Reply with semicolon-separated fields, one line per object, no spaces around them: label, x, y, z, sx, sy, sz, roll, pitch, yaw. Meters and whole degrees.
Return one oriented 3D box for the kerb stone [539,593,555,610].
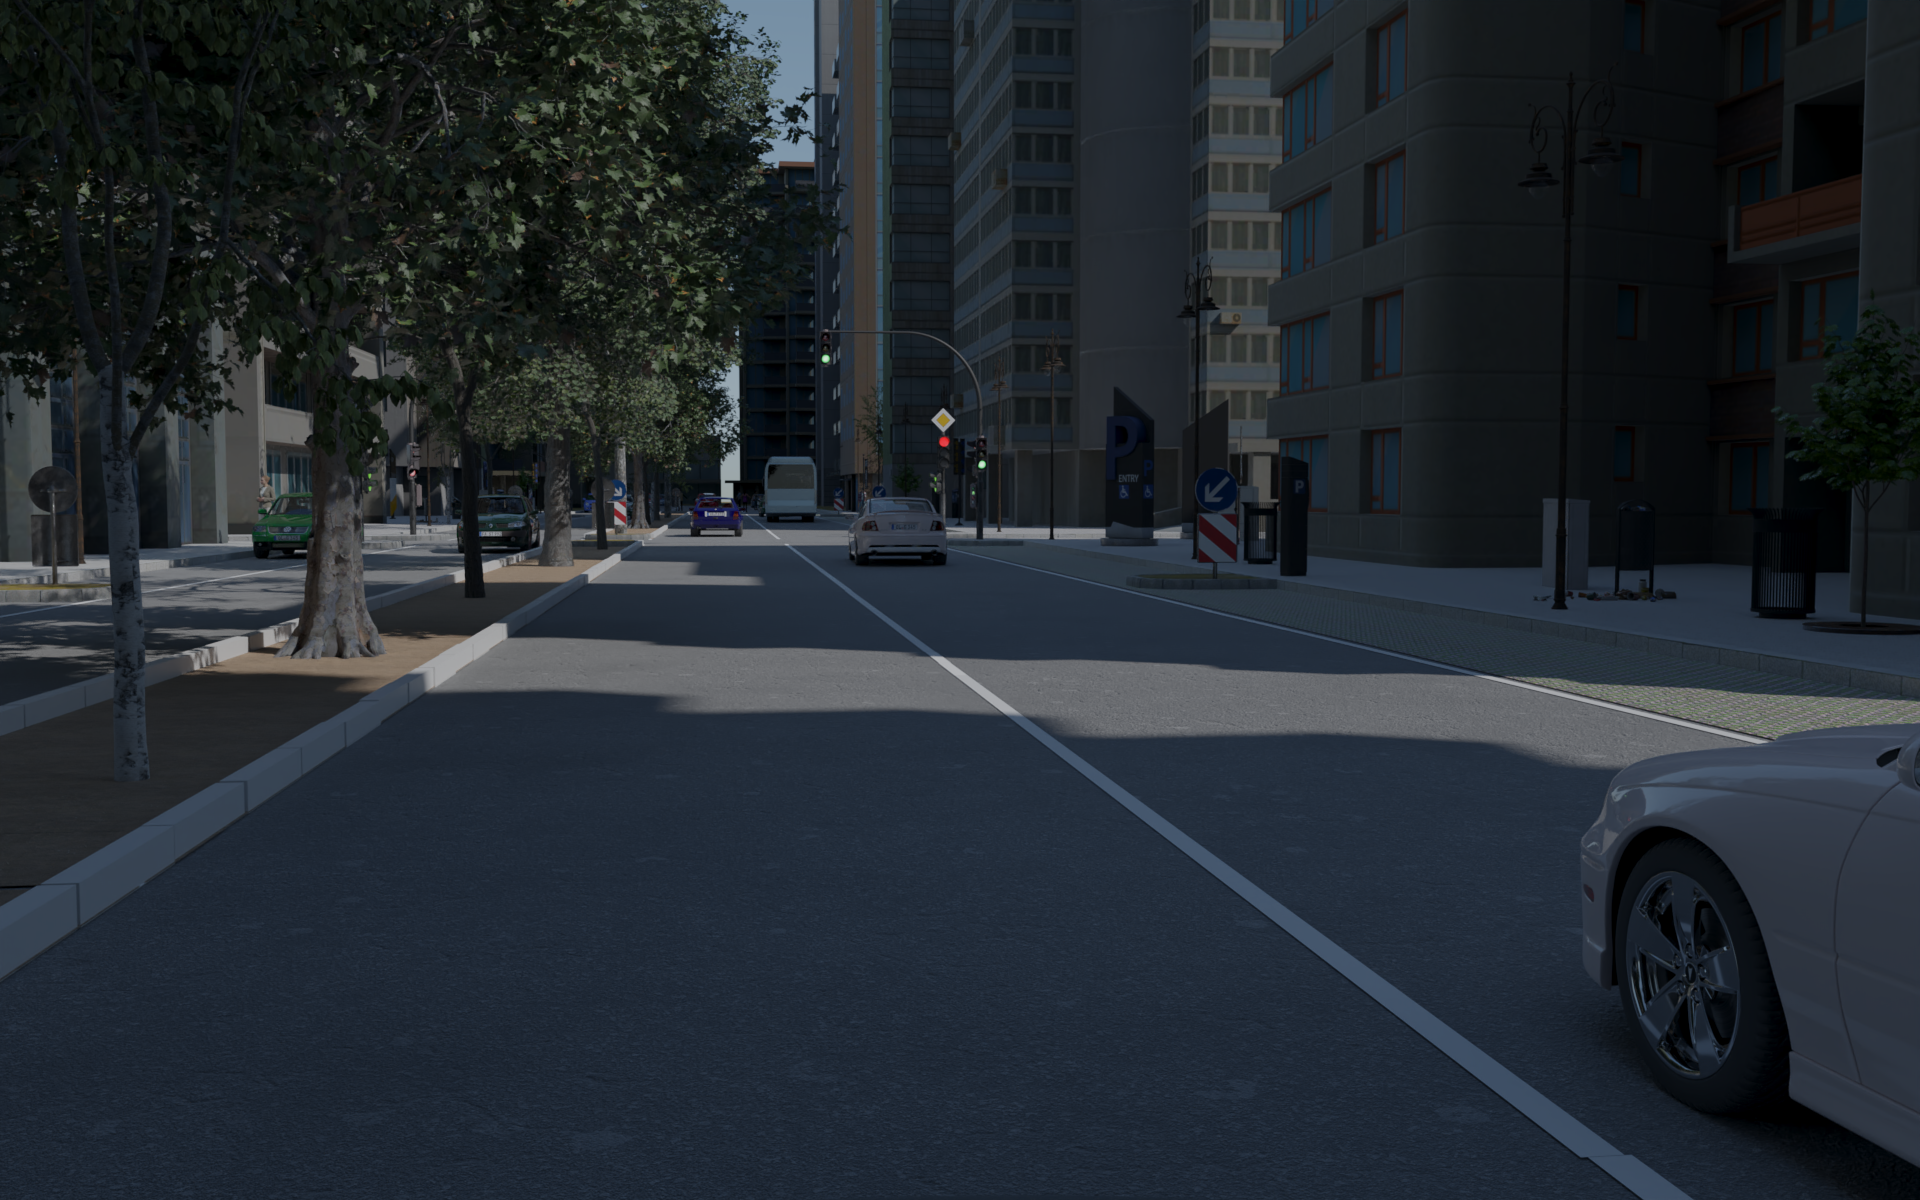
kerb stone;-5.159;0.045;21.469;0.120;0.150;1.000;0;4;-8

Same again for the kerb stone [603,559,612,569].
kerb stone;-6.702;-0.638;32.628;0.120;0.150;1.000;0;4;-8

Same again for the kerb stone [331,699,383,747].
kerb stone;-3.595;0.734;10.272;0.120;0.150;1.000;0;4;-8

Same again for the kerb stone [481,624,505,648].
kerb stone;-4.451;0.361;16.378;0.120;0.150;1.000;0;4;-8

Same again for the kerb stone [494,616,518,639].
kerb stone;-4.589;0.295;17.397;0.120;0.150;1.000;0;4;-8

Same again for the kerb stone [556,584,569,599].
kerb stone;-5.443;-0.080;23.497;0.120;0.150;1.000;0;4;-8

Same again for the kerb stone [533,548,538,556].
kerb stone;-9.782;-1.053;39.475;0.120;0.150;1.000;0;4;-8

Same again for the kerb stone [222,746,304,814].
kerb stone;-3.318;0.853;8.244;0.120;0.150;1.000;0;4;-8

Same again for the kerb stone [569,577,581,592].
kerb stone;-5.723;-0.204;25.525;0.120;0.150;1.000;0;4;-8

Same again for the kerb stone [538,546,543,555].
kerb stone;-9.922;-1.119;40.495;0.120;0.150;1.000;0;4;-8

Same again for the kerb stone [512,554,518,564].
kerb stone;-9.215;-0.808;35.403;0.120;0.150;1.000;0;4;-8

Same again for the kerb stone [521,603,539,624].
kerb stone;-4.869;0.171;19.434;0.120;0.150;1.000;0;4;-8

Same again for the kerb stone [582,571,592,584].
kerb stone;-5.992;-0.328;27.551;0.120;0.150;1.000;0;4;-8

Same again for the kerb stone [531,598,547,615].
kerb stone;-5.013;0.111;20.446;0.120;0.150;1.000;0;4;-8

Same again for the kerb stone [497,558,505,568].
kerb stone;-8.941;-0.684;33.373;0.120;0.150;1.000;0;4;-8

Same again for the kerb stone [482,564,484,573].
kerb stone;-8.511;-0.498;30.334;0.120;0.150;1.000;0;4;-8

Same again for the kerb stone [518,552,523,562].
kerb stone;-9.353;-0.865;36.420;0.120;0.150;1.000;0;4;-8

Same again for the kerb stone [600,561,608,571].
kerb stone;-6.570;-0.572;31.615;0.120;0.150;1.000;0;4;-8

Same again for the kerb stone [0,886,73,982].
kerb stone;-2.894;1.040;5.190;0.120;0.150;1.000;0;4;-8

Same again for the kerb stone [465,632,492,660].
kerb stone;-4.304;0.422;15.360;0.120;0.150;1.000;0;4;-8

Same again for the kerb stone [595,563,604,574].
kerb stone;-6.430;-0.514;30.602;0.120;0.150;1.000;0;4;-8

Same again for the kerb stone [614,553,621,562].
kerb stone;-7.132;-0.823;35.675;0.120;0.150;1.000;0;4;-8

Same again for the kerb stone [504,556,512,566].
kerb stone;-9.074;-0.746;34.388;0.120;0.150;1.000;0;4;-8

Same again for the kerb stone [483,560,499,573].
kerb stone;-8.793;-0.622;32.362;0.120;0.150;1.000;0;4;-8

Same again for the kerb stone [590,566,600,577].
kerb stone;-6.289;-0.447;29.586;0.120;0.150;1.000;0;4;-8

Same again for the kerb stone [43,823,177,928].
kerb stone;-3.033;0.978;6.202;0.120;0.150;1.000;0;4;-8

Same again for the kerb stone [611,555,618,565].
kerb stone;-6.987;-0.759;34.662;0.120;0.150;1.000;0;4;-8

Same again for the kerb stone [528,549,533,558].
kerb stone;-9.643;-0.994;38.445;0.120;0.150;1.000;0;4;-8

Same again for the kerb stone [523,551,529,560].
kerb stone;-9.496;-0.928;37.434;0.120;0.150;1.000;0;4;-8

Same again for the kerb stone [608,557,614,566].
kerb stone;-6.855;-0.700;33.648;0.120;0.150;1.000;0;4;-8

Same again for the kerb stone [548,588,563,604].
kerb stone;-5.299;-0.017;22.481;0.120;0.150;1.000;0;4;-8

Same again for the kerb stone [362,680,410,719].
kerb stone;-3.749;0.667;11.284;0.120;0.150;1.000;0;4;-8

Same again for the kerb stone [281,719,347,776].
kerb stone;-3.459;0.791;9.257;0.120;0.150;1.000;0;4;-8

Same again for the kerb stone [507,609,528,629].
kerb stone;-4.735;0.231;18.411;0.120;0.150;1.000;0;4;-8

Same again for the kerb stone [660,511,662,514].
kerb stone;-22.138;-6.491;128.328;0.120;0.150;1.000;0;4;-8

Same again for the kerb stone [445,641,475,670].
kerb stone;-4.169;0.481;14.338;0.120;0.150;1.000;0;4;-8

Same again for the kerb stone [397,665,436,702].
kerb stone;-3.883;0.607;12.298;0.120;0.150;1.000;0;4;-8

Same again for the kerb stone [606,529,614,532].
kerb stone;-13.811;-2.822;68.430;0.120;0.150;1.000;0;4;-8

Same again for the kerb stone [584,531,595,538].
kerb stone;-12.256;-2.144;57.251;0.120;0.150;1.000;0;4;-8

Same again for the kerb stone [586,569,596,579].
kerb stone;-6.148;-0.379;28.562;0.120;0.150;1.000;0;4;-8

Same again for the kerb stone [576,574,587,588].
kerb stone;-5.861;-0.266;26.538;0.120;0.150;1.000;0;4;-8

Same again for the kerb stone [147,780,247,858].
kerb stone;-3.183;0.919;7.223;0.120;0.150;1.000;0;4;-8

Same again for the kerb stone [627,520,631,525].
kerb stone;-16.066;-3.816;84.676;0.120;0.150;1.000;0;4;-8

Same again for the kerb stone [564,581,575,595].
kerb stone;-5.583;-0.137;24.510;0.120;0.150;1.000;0;4;-8

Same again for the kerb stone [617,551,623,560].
kerb stone;-7.277;-0.886;36.686;0.120;0.150;1.000;0;4;-8

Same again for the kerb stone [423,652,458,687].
kerb stone;-4.019;0.542;13.326;0.120;0.150;1.000;0;4;-8

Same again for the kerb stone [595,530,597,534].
kerb stone;-12.398;-2.206;58.264;0.120;0.150;1.000;0;4;-8
